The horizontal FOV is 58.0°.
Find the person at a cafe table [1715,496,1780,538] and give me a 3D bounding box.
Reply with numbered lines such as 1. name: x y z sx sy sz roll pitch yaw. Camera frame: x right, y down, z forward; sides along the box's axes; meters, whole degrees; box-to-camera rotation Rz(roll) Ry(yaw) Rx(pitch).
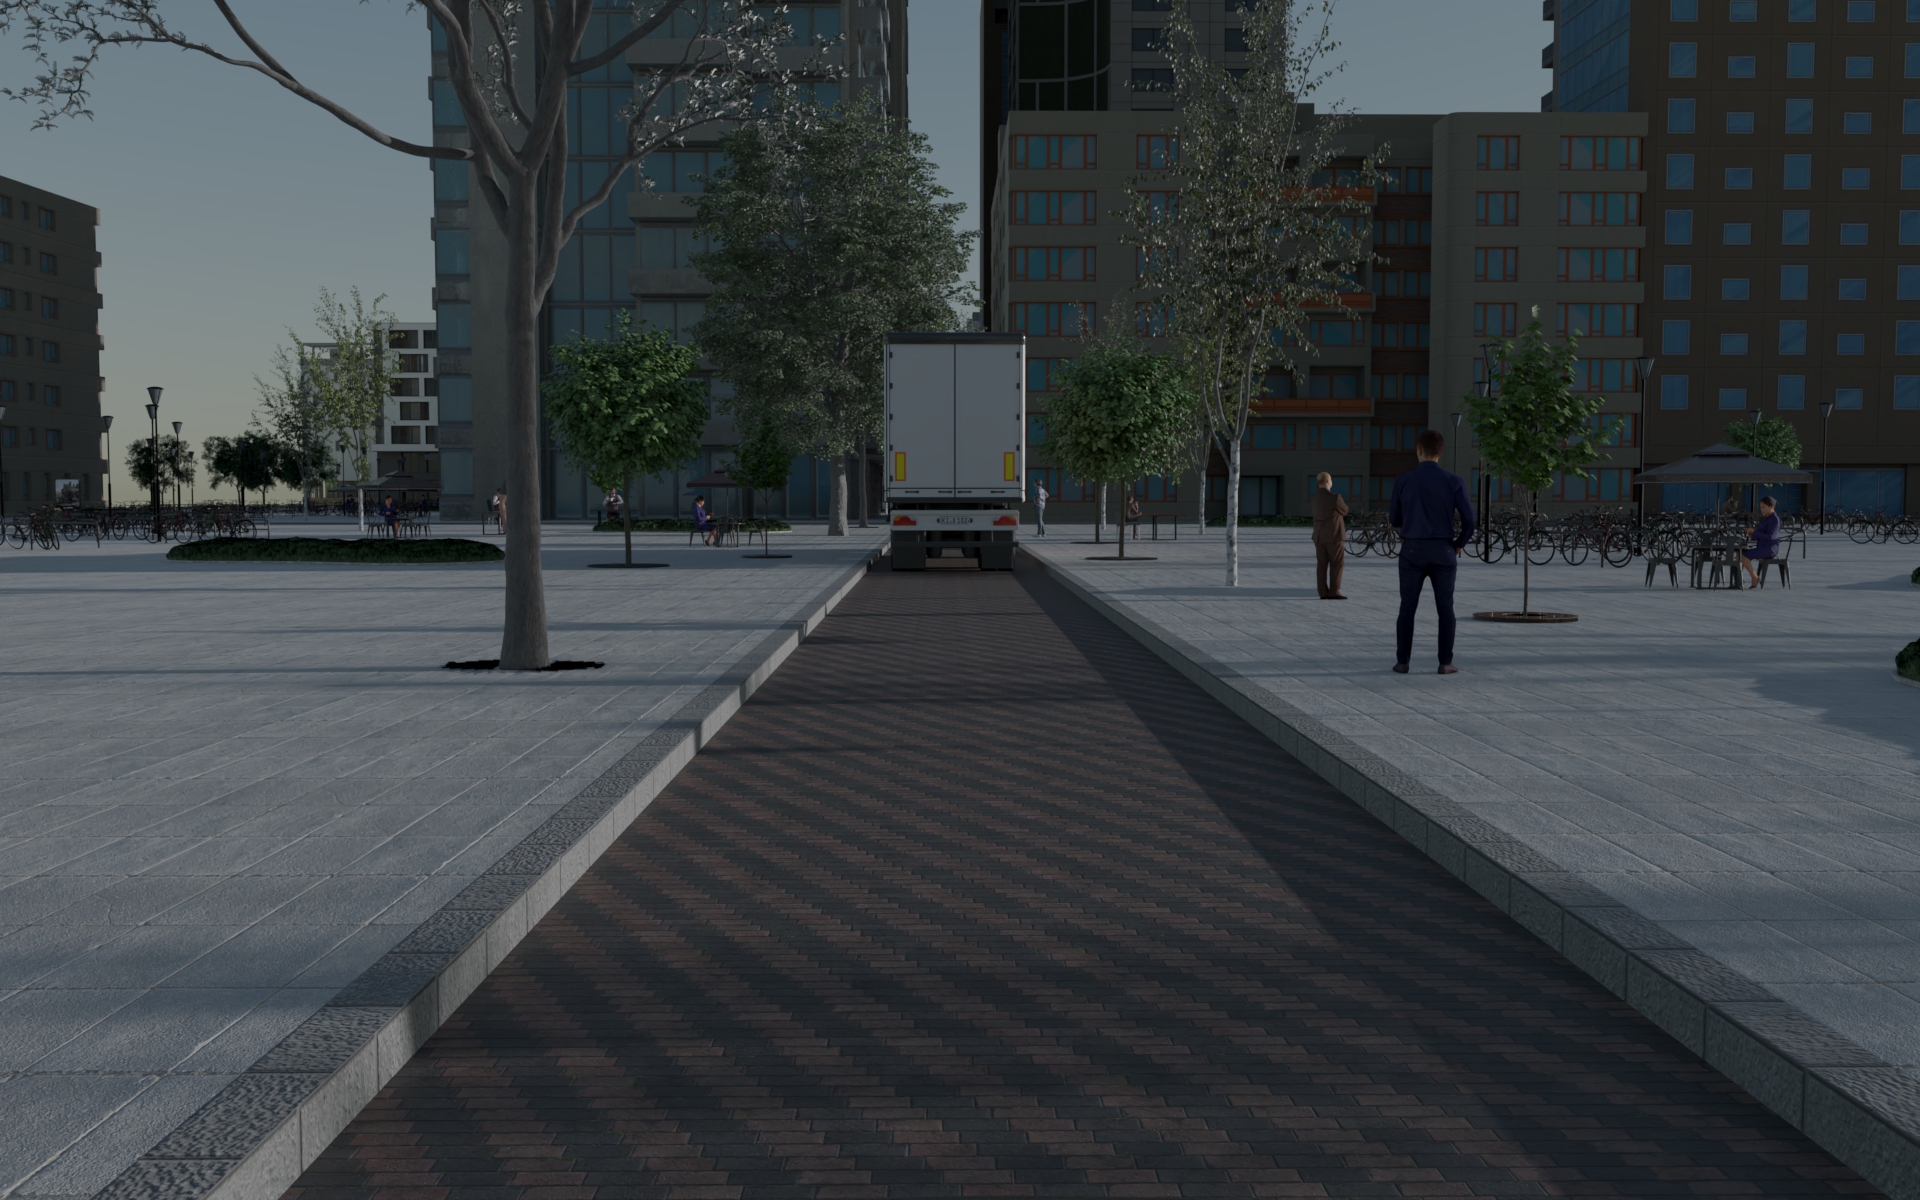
1. person at a cafe table: 23.317 -2.479 51.386 1.726 1.238 1.698 1 4 22

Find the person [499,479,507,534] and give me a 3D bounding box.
1. person: -5.999 -1.070 23.672 0.598 1.807 0.434 -3 5 -42

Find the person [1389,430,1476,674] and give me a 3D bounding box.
1. person: 3.378 -0.348 12.445 0.576 1.737 0.504 1 4 9

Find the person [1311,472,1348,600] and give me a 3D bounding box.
1. person: 4.488 -0.783 21.111 0.388 1.546 0.482 -3 4 -36

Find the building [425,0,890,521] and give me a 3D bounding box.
1. building: -15.162 -29.030 94.256 23.786 49.044 30.456 0 4 -1

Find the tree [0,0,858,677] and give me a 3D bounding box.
1. tree: -3.216 -6.247 12.507 12.009 13.543 11.850 0 3 0

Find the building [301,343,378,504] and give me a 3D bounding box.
1. building: -76.117 -22.380 222.332 11.380 20.091 16.016 0 4 -1

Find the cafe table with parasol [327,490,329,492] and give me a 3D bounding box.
1. cafe table with parasol: -43.399 -7.203 122.640 2.610 1.966 2.610 -1 4 -21

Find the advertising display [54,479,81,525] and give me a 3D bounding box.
1. advertising display: -37.240 -4.104 72.308 0.974 1.923 0.123 -1 4 -10

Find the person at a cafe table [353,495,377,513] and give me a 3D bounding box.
1. person at a cafe table: -40.540 -6.529 117.608 1.726 1.238 1.698 -1 4 -14

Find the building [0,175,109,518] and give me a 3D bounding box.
1. building: -66.327 -15.064 91.330 28.899 21.520 27.650 0 4 -1

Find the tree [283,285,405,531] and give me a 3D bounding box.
1. tree: -21.165 -6.725 60.308 4.737 8.622 4.395 0 3 0

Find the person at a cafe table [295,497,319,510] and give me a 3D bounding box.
1. person at a cafe table: -51.472 -7.680 136.422 1.698 1.238 1.726 -1 4 -14

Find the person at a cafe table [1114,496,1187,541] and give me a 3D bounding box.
1. person at a cafe table: 5.112 -2.284 48.211 1.726 1.238 1.698 -2 4 -25

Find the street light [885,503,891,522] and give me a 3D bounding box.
1. street light: -2.717 -6.539 79.457 1.470 5.913 1.316 0 4 -1

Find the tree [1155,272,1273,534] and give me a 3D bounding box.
1. tree: 7.896 -6.443 55.703 4.737 8.622 4.395 0 3 0

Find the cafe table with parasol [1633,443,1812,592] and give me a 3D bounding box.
1. cafe table with parasol: 10.248 -1.135 23.427 2.610 1.966 2.610 -1 4 -21

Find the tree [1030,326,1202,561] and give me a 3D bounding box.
1. tree: 3.102 -3.069 33.889 4.285 4.588 4.351 0 3 0

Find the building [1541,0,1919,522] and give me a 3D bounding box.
1. building: 38.128 -26.630 85.513 14.200 45.320 14.600 0 4 -1

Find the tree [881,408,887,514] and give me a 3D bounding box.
1. tree: -4.594 -9.947 112.999 4.737 8.622 4.395 0 3 0

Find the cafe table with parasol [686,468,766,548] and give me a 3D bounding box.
1. cafe table with parasol: -5.625 -2.263 41.860 2.610 1.966 2.610 -3 5 -41

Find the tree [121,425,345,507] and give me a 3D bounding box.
1. tree: -59.120 -10.973 142.312 11.467 7.101 20.602 0 4 2

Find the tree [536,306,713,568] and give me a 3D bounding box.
1. tree: -5.849 -2.867 30.595 4.285 4.588 4.351 0 3 0

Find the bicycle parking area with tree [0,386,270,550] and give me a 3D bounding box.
1. bicycle parking area with tree: -22.443 -3.480 43.894 9.016 4.147 8.231 3 4 38

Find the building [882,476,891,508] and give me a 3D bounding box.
1. building: -8.837 -13.901 169.427 9.099 9.664 28.070 0 4 -1

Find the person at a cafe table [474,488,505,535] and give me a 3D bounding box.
1. person at a cafe table: -14.263 -2.841 54.962 1.622 1.524 1.698 1 4 13

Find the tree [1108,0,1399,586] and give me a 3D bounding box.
1. tree: 3.912 -4.516 24.207 4.360 8.622 3.978 0 3 0

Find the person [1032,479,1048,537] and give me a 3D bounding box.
1. person: 2.380 -2.750 51.727 0.376 1.734 0.841 2 4 23

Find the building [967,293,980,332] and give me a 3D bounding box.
1. building: 8.400 -18.879 165.083 16.016 20.091 11.380 0 4 -1

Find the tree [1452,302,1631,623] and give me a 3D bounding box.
1. tree: 5.903 -1.404 17.559 1.663 3.219 1.824 0 3 0

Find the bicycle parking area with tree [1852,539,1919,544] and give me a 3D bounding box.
1. bicycle parking area with tree: 26.801 -3.317 41.236 9.016 4.147 8.231 1 4 13

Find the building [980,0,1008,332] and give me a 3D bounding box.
1. building: 8.727 -30.404 147.219 14.600 45.320 14.200 0 4 -1

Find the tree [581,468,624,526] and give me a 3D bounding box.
1. tree: -13.796 -4.501 68.185 1.663 3.219 1.824 0 3 0

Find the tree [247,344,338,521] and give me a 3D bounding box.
1. tree: -31.812 -8.139 83.435 4.360 8.622 3.978 0 3 0

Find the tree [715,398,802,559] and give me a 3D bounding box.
1. tree: -3.908 -2.470 34.980 1.663 3.219 1.824 0 3 0

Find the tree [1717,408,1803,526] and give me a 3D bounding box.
1. tree: 30.447 -5.038 66.084 4.285 4.588 4.351 0 3 0

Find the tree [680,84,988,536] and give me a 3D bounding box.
1. tree: -3.833 -8.941 52.848 9.857 13.997 8.962 0 3 0

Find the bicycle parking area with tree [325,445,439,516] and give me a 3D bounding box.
1. bicycle parking area with tree: -35.884 -7.099 103.065 9.016 4.147 8.231 0 4 7

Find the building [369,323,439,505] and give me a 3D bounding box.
1. building: -54.041 -22.811 216.942 32.646 21.610 27.936 0 4 -1

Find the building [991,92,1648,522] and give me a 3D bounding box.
1. building: 16.506 -15.128 92.380 28.899 21.520 27.650 0 4 -1

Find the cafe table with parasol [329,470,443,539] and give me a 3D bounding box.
1. cafe table with parasol: -16.297 -2.783 50.360 2.610 1.966 2.610 1 4 18

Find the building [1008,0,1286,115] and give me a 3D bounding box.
1. building: 11.956 -42.204 128.284 20.563 71.187 20.611 0 4 -1

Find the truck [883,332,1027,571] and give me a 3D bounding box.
1. truck: -0.204 -2.855 35.588 2.839 4.237 11.283 0 4 -1

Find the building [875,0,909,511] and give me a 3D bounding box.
1. building: -17.478 -33.137 131.025 28.713 52.752 27.495 0 4 -1

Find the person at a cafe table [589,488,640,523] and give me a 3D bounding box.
1. person at a cafe table: -12.472 -3.290 62.314 1.698 1.524 1.622 -1 4 -16

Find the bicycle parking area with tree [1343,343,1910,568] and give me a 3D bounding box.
1. bicycle parking area with tree: 12.109 -2.922 34.784 8.231 4.147 9.016 -2 4 -24
